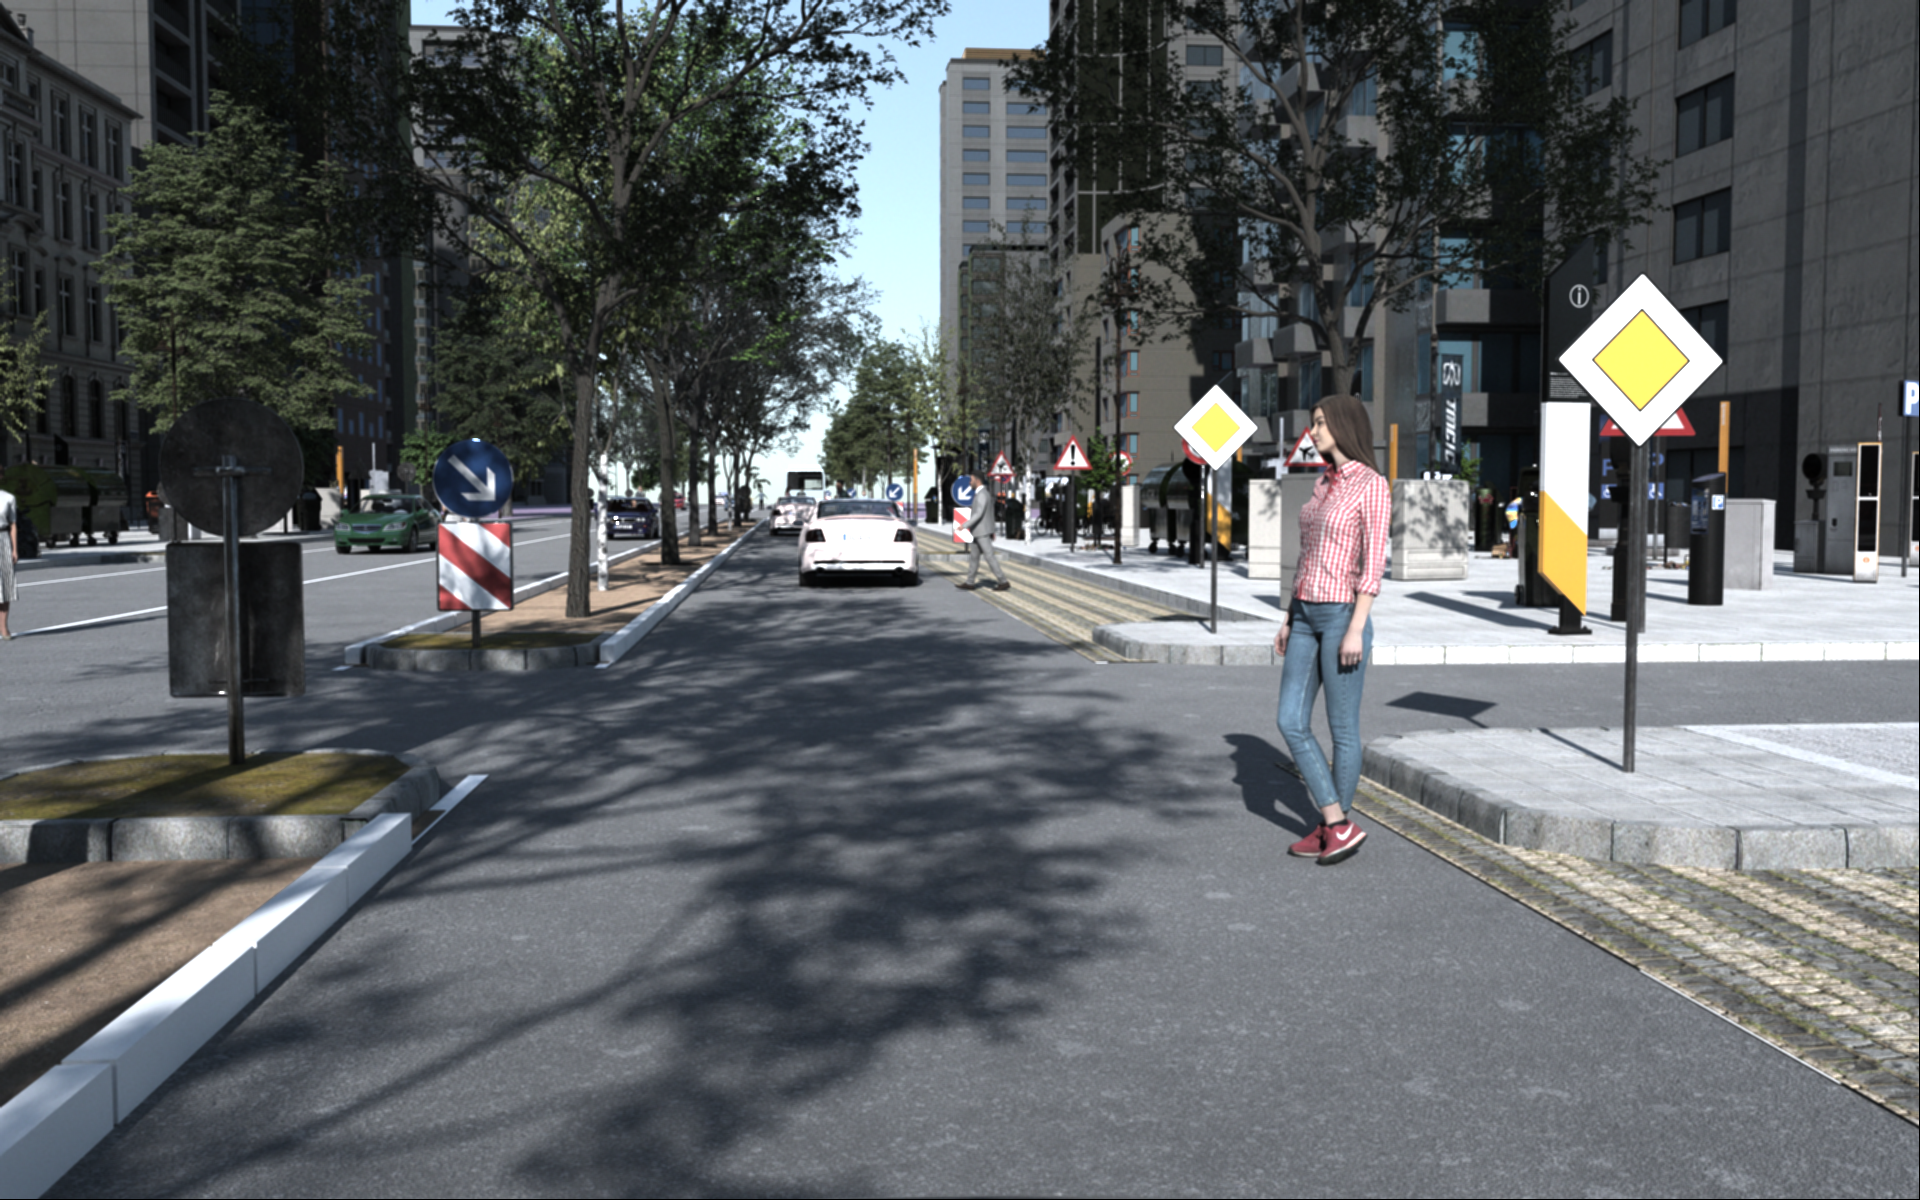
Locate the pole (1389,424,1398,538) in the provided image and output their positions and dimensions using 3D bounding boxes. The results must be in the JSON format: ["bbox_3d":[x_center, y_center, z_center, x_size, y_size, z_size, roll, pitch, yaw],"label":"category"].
[{"bbox_3d":[12.620,-3.463,50.460,0.158,3.312,0.155,0,3,0],"label":"pole"}]

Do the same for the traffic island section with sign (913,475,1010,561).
[{"bbox_3d":[-0.027,-1.773,37.617,1.989,1.847,2.006,0,4,-5],"label":"traffic island section with sign"}]

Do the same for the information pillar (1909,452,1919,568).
[{"bbox_3d":[16.830,-1.575,30.249,0.304,2.012,0.304,-2,4,-34],"label":"information pillar"}]

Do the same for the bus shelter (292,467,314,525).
[{"bbox_3d":[-26.089,-4.589,66.311,1.731,3.624,6.357,0,4,-5],"label":"bus shelter"}]

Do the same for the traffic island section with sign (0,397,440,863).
[{"bbox_3d":[-3.400,0.030,7.639,2.006,1.907,1.989,0,4,-5],"label":"traffic island section with sign"}]

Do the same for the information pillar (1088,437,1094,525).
[{"bbox_3d":[5.413,-4.912,71.669,0.183,3.616,0.504,2,4,31],"label":"information pillar"}]

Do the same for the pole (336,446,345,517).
[{"bbox_3d":[-26.379,-4.893,73.849,0.158,3.312,0.155,0,3,0],"label":"pole"}]

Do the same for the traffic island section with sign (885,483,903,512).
[{"bbox_3d":[-2.601,-3.438,64.840,1.989,1.847,2.006,0,4,-5],"label":"traffic island section with sign"}]

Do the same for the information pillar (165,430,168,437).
[{"bbox_3d":[-24.469,-3.801,53.498,0.183,3.616,0.504,-2,4,-28],"label":"information pillar"}]

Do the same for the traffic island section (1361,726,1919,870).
[{"bbox_3d":[3.107,0.873,8.012,2.009,0.180,2.903,0,4,-5],"label":"traffic island section"}]

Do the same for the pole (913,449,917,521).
[{"bbox_3d":[-2.018,-5.154,78.112,0.158,3.312,0.155,0,3,0],"label":"pole"}]

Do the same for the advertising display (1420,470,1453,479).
[{"bbox_3d":[12.938,-2.558,47.032,0.974,1.923,0.123,-1,4,-20],"label":"advertising display"}]

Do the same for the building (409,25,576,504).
[{"bbox_3d":[-61.481,-41.511,220.697,21.231,58.520,28.212,0,4,-5],"label":"building"}]

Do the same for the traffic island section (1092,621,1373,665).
[{"bbox_3d":[2.354,0.386,15.962,2.009,0.180,2.903,0,4,-5],"label":"traffic island section"}]

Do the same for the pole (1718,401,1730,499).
[{"bbox_3d":[16.834,-2.713,38.206,0.158,3.312,0.155,0,3,0],"label":"pole"}]

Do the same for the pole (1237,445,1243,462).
[{"bbox_3d":[10.509,-4.360,65.123,0.158,3.312,0.155,0,3,0],"label":"pole"}]

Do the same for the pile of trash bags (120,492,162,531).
[{"bbox_3d":[-29.333,-3.066,59.877,3.447,1.369,1.912,-3,5,-41],"label":"pile of trash bags"}]

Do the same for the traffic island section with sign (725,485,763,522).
[{"bbox_3d":[-11.180,-4.996,89.818,2.006,1.907,1.989,0,4,-5],"label":"traffic island section with sign"}]

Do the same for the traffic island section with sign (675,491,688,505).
[{"bbox_3d":[-31.891,-11.349,194.188,1.989,1.847,2.006,0,4,-5],"label":"traffic island section with sign"}]

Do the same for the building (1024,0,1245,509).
[{"bbox_3d":[16.764,-43.121,143.280,20.563,71.187,20.611,0,4,-5],"label":"building"}]

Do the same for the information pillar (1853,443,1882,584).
[{"bbox_3d":[13.063,-1.251,24.942,0.304,2.012,0.304,2,4,24],"label":"information pillar"}]

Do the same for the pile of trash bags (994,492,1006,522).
[{"bbox_3d":[2.079,-4.308,80.182,1.912,1.369,3.447,0,4,-7],"label":"pile of trash bags"}]

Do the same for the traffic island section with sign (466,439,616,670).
[{"bbox_3d":[-4.089,-0.421,15.014,2.006,1.907,1.989,0,4,-5],"label":"traffic island section with sign"}]

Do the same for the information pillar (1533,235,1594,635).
[{"bbox_3d":[5.508,-1.491,15.726,0.504,3.616,0.183,-1,4,-18],"label":"information pillar"}]

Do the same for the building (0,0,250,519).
[{"bbox_3d":[-49.520,-40.196,95.454,20.563,71.187,20.611,0,4,-5],"label":"building"}]

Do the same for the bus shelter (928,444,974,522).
[{"bbox_3d":[-0.428,-5.601,82.864,1.731,3.624,6.357,0,4,-6],"label":"bus shelter"}]

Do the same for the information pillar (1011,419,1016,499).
[{"bbox_3d":[1.640,-3.751,52.680,0.183,3.616,0.504,1,4,11],"label":"information pillar"}]

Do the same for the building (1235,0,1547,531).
[{"bbox_3d":[24.468,-27.668,71.973,23.786,49.044,30.456,0,4,-5],"label":"building"}]

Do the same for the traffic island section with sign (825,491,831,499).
[{"bbox_3d":[-9.898,-8.152,141.920,1.989,1.847,2.006,0,4,-5],"label":"traffic island section with sign"}]

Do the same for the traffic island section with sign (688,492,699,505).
[{"bbox_3d":[-34.582,-13.082,222.518,1.989,1.847,2.006,0,4,-5],"label":"traffic island section with sign"}]

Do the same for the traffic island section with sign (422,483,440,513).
[{"bbox_3d":[-19.567,-3.386,63.982,1.989,1.847,2.006,0,4,-5],"label":"traffic island section with sign"}]

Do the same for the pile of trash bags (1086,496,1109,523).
[{"bbox_3d":[6.844,-4.096,76.722,3.447,1.369,1.912,-1,4,-21],"label":"pile of trash bags"}]

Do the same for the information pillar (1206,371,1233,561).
[{"bbox_3d":[4.962,-2.550,33.042,0.504,3.616,0.183,-1,4,-12],"label":"information pillar"}]

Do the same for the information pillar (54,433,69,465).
[{"bbox_3d":[-34.498,-4.599,66.547,0.504,3.616,0.183,-1,4,-18],"label":"information pillar"}]

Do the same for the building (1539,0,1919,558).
[{"bbox_3d":[28.627,-36.881,41.252,20.611,71.187,20.563,0,4,-5],"label":"building"}]

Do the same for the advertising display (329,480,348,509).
[{"bbox_3d":[-28.241,-4.480,78.467,0.974,1.923,0.123,-2,4,-31],"label":"advertising display"}]

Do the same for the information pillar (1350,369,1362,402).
[{"bbox_3d":[7.350,-2.513,32.435,0.183,3.616,0.504,3,5,44],"label":"information pillar"}]

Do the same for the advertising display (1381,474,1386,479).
[{"bbox_3d":[13.573,-3.111,56.073,0.123,1.923,0.974,2,4,32],"label":"advertising display"}]

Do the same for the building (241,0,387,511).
[{"bbox_3d":[-46.907,-28.384,114.190,14.600,45.320,14.200,0,4,-5],"label":"building"}]

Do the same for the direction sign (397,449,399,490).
[{"bbox_3d":[-28.376,-5.838,87.447,0.379,3.537,0.876,-1,4,-16],"label":"direction sign"}]

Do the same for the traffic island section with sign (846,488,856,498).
[{"bbox_3d":[-7.355,-6.511,115.085,1.989,1.847,2.006,0,4,-5],"label":"traffic island section with sign"}]

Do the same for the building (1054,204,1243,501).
[{"bbox_3d":[22.397,-16.848,120.509,27.650,21.520,28.899,0,4,-5],"label":"building"}]

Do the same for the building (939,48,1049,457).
[{"bbox_3d":[7.731,-42.500,236.881,21.231,58.520,28.212,0,4,-5],"label":"building"}]

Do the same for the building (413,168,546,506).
[{"bbox_3d":[-64.188,-30.749,194.633,32.217,40.220,23.993,0,4,-5],"label":"building"}]

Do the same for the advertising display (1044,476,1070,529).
[{"bbox_3d":[3.520,-3.518,62.733,0.974,1.923,0.123,2,4,25],"label":"advertising display"}]

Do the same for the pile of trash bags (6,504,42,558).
[{"bbox_3d":[-20.245,-1.515,34.517,3.447,1.369,1.912,-2,4,-26],"label":"pile of trash bags"}]

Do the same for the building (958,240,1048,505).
[{"bbox_3d":[7.728,-26.305,201.787,14.160,30.474,14.107,0,4,-5],"label":"building"}]

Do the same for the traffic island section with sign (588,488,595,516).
[{"bbox_3d":[-24.236,-6.398,113.238,1.989,1.847,2.006,0,4,-5],"label":"traffic island section with sign"}]

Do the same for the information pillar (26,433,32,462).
[{"bbox_3d":[-35.675,-4.591,66.419,0.183,3.616,0.504,-1,4,-19],"label":"information pillar"}]

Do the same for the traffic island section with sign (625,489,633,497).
[{"bbox_3d":[-26.836,-8.077,140.690,1.989,1.847,2.006,0,4,-5],"label":"traffic island section with sign"}]

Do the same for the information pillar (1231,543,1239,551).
[{"bbox_3d":[6.164,-2.131,39.328,0.304,2.012,0.304,2,4,25],"label":"information pillar"}]

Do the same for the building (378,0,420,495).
[{"bbox_3d":[-49.273,-27.245,129.045,14.154,41.232,14.086,0,4,-5],"label":"building"}]

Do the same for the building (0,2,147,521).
[{"bbox_3d":[-43.483,-15.142,66.651,14.460,24.649,34.723,0,4,-5],"label":"building"}]

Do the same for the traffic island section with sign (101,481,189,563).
[{"bbox_3d":[-17.039,-1.744,37.145,1.989,1.847,2.006,0,4,-5],"label":"traffic island section with sign"}]
